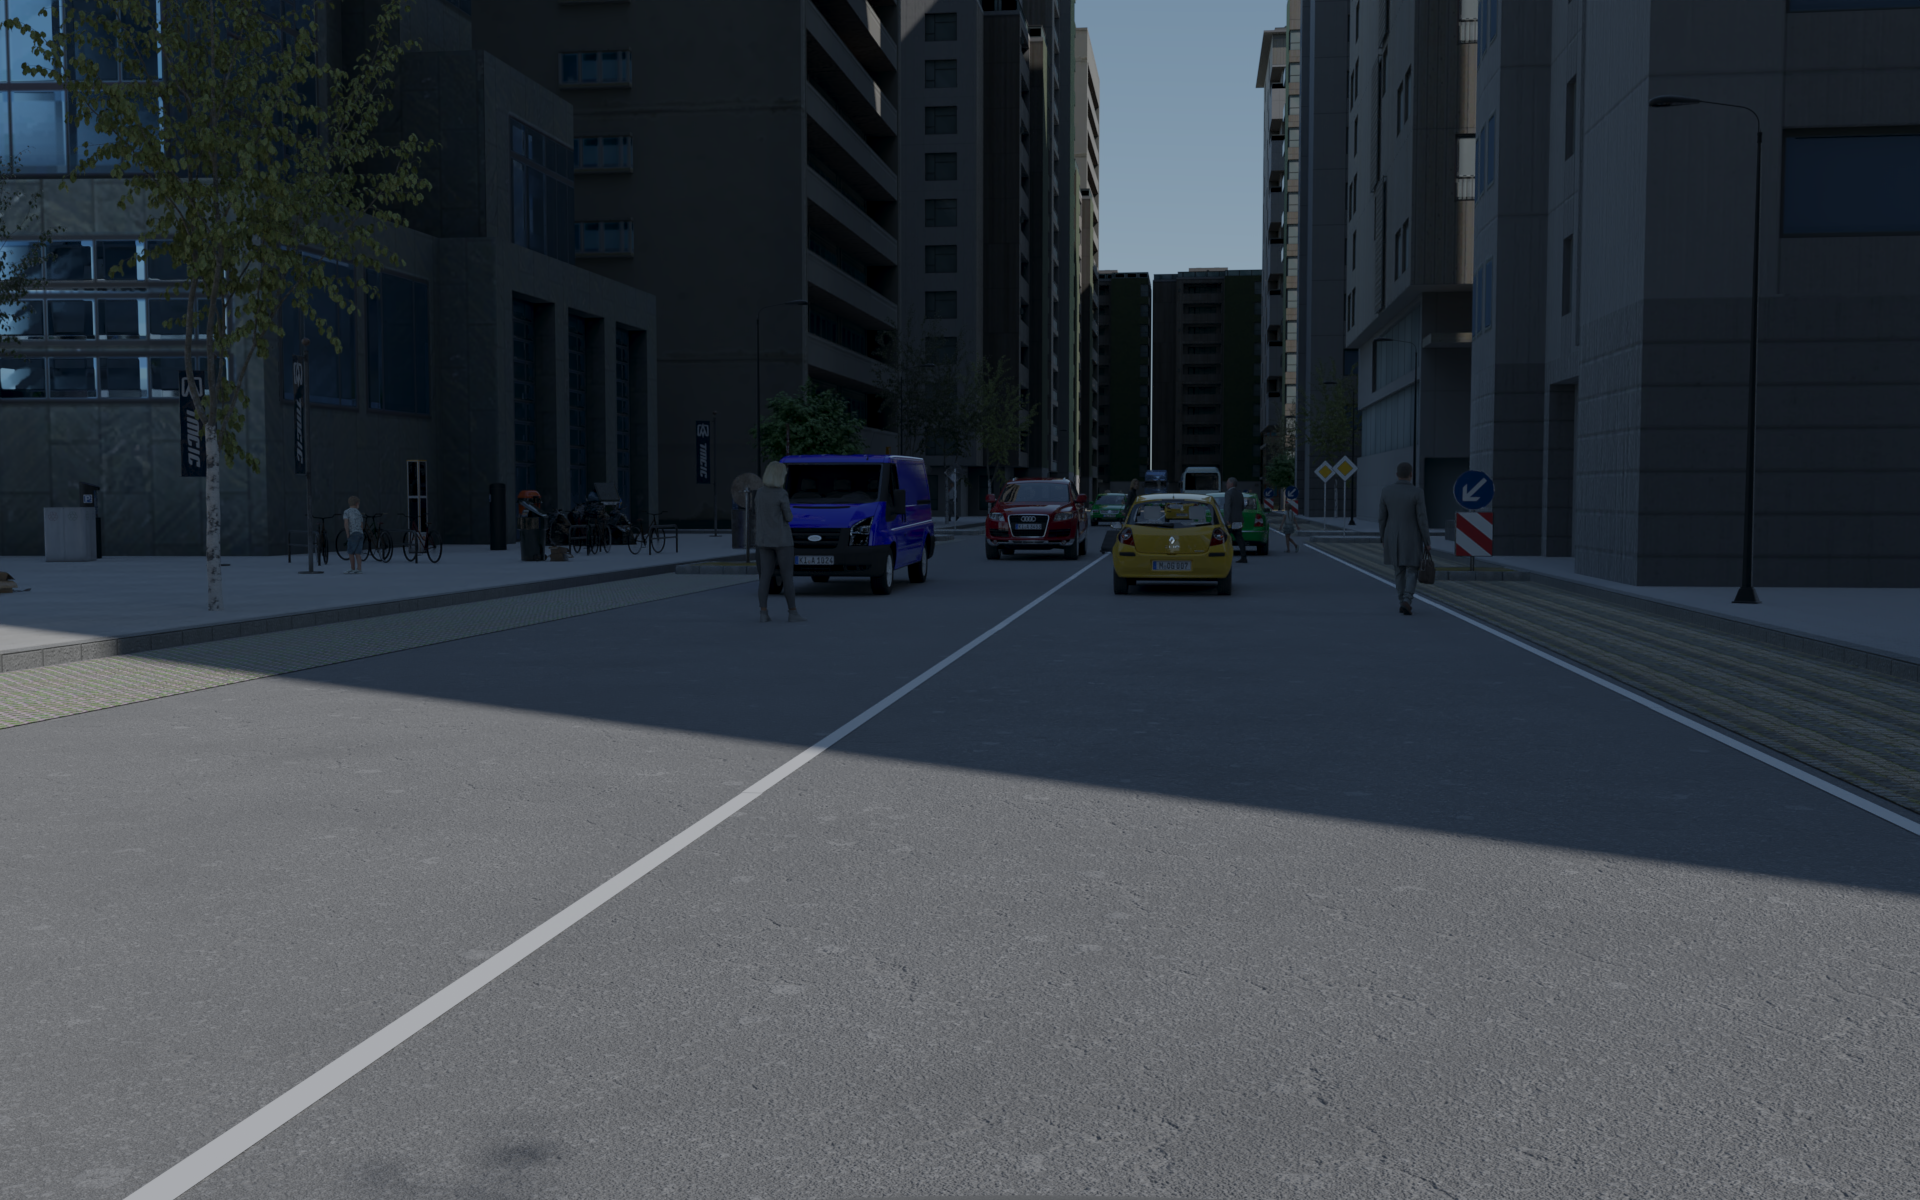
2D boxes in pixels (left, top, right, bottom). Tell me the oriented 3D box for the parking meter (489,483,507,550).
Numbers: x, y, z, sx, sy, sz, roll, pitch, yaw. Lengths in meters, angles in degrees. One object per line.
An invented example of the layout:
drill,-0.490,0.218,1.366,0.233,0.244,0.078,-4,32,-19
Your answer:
parking meter,-10.544,-1.903,39.524,0.372,1.533,0.369,0,3,0

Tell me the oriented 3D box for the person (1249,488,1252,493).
person,15.364,-5.059,91.963,0.760,1.731,0.466,1,4,9

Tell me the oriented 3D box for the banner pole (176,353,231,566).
banner pole,-13.476,-2.496,30.828,0.863,3.779,0.401,0,4,1

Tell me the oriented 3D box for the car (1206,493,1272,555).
car,6.582,-2.033,42.036,1.959,1.807,4.718,1,4,9

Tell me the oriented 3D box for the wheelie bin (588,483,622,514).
wheelie bin,-9.975,-2.480,48.460,0.980,1.594,0.693,-3,5,-41

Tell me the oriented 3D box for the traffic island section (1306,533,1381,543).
traffic island section,11.531,-1.805,51.792,2.009,0.180,2.903,0,4,8

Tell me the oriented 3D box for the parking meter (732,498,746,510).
parking meter,-5.374,-2.065,42.179,0.372,1.533,0.369,0,3,0

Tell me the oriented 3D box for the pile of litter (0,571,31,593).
pile of litter,-12.666,-0.501,22.149,1.176,0.858,1.719,2,4,28

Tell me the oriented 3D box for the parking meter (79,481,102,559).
parking meter,-17.257,-1.588,34.376,0.372,1.533,0.369,0,3,0

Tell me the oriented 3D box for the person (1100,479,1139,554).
person,3.941,-2.031,41.930,1.509,1.804,0.699,-3,5,-43

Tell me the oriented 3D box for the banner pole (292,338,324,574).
banner pole,-10.475,-2.301,27.632,0.401,3.779,0.863,0,4,-2

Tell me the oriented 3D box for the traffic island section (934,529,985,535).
traffic island section,-0.211,-2.396,61.452,2.009,0.180,2.903,0,4,8

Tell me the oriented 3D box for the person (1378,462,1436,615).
person,5.352,-0.740,20.695,0.694,1.812,0.767,3,4,37

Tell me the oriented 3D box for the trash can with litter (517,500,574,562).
trash can with litter,-7.929,-1.330,33.140,1.055,1.170,0.624,0,4,5

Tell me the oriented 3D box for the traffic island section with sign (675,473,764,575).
traffic island section with sign,-3.954,-1.404,31.576,1.989,1.847,2.006,0,4,8

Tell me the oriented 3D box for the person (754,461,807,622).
person,-2.063,-0.663,19.525,0.537,1.800,0.526,3,5,45

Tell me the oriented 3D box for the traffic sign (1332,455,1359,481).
traffic sign,11.507,-3.029,51.712,0.795,2.593,0.064,0,4,8

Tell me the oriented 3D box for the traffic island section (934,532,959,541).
traffic island section,-1.291,-1.912,53.540,2.009,0.180,2.903,0,4,8

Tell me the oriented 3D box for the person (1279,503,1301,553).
person,8.043,-1.763,42.340,0.505,1.210,0.382,-3,4,-37

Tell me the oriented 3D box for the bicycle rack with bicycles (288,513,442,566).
bicycle rack with bicycles,-11.272,-1.160,32.352,2.852,0.926,2.925,-3,4,-36

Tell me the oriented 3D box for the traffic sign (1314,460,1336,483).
traffic sign,12.587,-3.513,59.624,0.795,2.593,0.064,0,4,8

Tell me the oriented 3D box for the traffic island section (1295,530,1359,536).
traffic island section,12.611,-2.289,59.704,2.009,0.180,2.903,0,4,8

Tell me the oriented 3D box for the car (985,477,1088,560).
car,1.794,-1.882,39.439,2.281,1.827,5.304,0,4,7

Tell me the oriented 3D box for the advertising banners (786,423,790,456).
advertising banners,-4.211,-2.905,43.681,0.090,3.025,2.074,0,4,4

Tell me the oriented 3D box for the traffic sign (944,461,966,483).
traffic sign,-0.187,-3.620,61.382,0.795,2.593,0.064,0,4,8

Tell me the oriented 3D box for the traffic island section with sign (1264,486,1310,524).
traffic island section with sign,15.951,-4.615,84.076,1.989,1.847,2.006,0,4,8

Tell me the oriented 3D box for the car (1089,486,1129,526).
car,6.858,-4.260,78.452,1.959,1.807,4.718,0,4,7

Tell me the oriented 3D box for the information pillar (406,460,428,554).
information pillar,-11.719,-2.014,37.415,0.304,2.012,0.304,1,4,18

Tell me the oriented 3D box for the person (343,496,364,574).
person,-9.752,-1.045,27.820,0.332,1.250,0.352,-1,4,-17

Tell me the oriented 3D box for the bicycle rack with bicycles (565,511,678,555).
bicycle rack with bicycles,-7.386,-1.454,37.160,2.852,0.926,2.925,1,4,10

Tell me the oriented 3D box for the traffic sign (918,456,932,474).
traffic sign,-1.267,-3.136,53.470,0.795,2.593,0.064,0,4,8

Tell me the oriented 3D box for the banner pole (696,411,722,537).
banner pole,-7.565,-3.794,52.051,0.863,3.779,0.401,-2,4,-35

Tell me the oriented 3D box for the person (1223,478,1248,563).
person,5.618,-1.667,36.145,0.834,1.777,0.661,2,4,35

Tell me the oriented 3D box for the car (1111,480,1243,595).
car,3.235,-0.966,26.015,2.015,1.641,3.980,1,4,8

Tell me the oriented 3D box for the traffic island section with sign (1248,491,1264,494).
traffic island section with sign,19.605,-6.248,110.783,1.989,1.847,2.006,0,4,8

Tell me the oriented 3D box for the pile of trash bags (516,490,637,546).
pile of trash bags,-9.665,-2.022,42.809,1.912,1.369,3.447,2,4,27

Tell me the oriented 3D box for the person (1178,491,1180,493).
person,20.168,-9.115,158.051,0.721,1.766,1.217,-1,4,-15

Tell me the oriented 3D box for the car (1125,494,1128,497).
car,10.861,-6.287,113.011,2.015,1.641,3.980,1,4,9

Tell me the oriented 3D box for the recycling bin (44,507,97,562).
recycling bin,-16.944,-1.250,32.993,0.722,1.027,0.722,-1,4,-10

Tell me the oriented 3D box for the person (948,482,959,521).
person,-0.373,-4.587,81.141,0.850,1.850,0.679,-2,4,-35

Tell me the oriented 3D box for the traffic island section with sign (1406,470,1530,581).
traffic island section with sign,8.482,-1.269,29.378,1.989,1.847,2.006,0,4,8
